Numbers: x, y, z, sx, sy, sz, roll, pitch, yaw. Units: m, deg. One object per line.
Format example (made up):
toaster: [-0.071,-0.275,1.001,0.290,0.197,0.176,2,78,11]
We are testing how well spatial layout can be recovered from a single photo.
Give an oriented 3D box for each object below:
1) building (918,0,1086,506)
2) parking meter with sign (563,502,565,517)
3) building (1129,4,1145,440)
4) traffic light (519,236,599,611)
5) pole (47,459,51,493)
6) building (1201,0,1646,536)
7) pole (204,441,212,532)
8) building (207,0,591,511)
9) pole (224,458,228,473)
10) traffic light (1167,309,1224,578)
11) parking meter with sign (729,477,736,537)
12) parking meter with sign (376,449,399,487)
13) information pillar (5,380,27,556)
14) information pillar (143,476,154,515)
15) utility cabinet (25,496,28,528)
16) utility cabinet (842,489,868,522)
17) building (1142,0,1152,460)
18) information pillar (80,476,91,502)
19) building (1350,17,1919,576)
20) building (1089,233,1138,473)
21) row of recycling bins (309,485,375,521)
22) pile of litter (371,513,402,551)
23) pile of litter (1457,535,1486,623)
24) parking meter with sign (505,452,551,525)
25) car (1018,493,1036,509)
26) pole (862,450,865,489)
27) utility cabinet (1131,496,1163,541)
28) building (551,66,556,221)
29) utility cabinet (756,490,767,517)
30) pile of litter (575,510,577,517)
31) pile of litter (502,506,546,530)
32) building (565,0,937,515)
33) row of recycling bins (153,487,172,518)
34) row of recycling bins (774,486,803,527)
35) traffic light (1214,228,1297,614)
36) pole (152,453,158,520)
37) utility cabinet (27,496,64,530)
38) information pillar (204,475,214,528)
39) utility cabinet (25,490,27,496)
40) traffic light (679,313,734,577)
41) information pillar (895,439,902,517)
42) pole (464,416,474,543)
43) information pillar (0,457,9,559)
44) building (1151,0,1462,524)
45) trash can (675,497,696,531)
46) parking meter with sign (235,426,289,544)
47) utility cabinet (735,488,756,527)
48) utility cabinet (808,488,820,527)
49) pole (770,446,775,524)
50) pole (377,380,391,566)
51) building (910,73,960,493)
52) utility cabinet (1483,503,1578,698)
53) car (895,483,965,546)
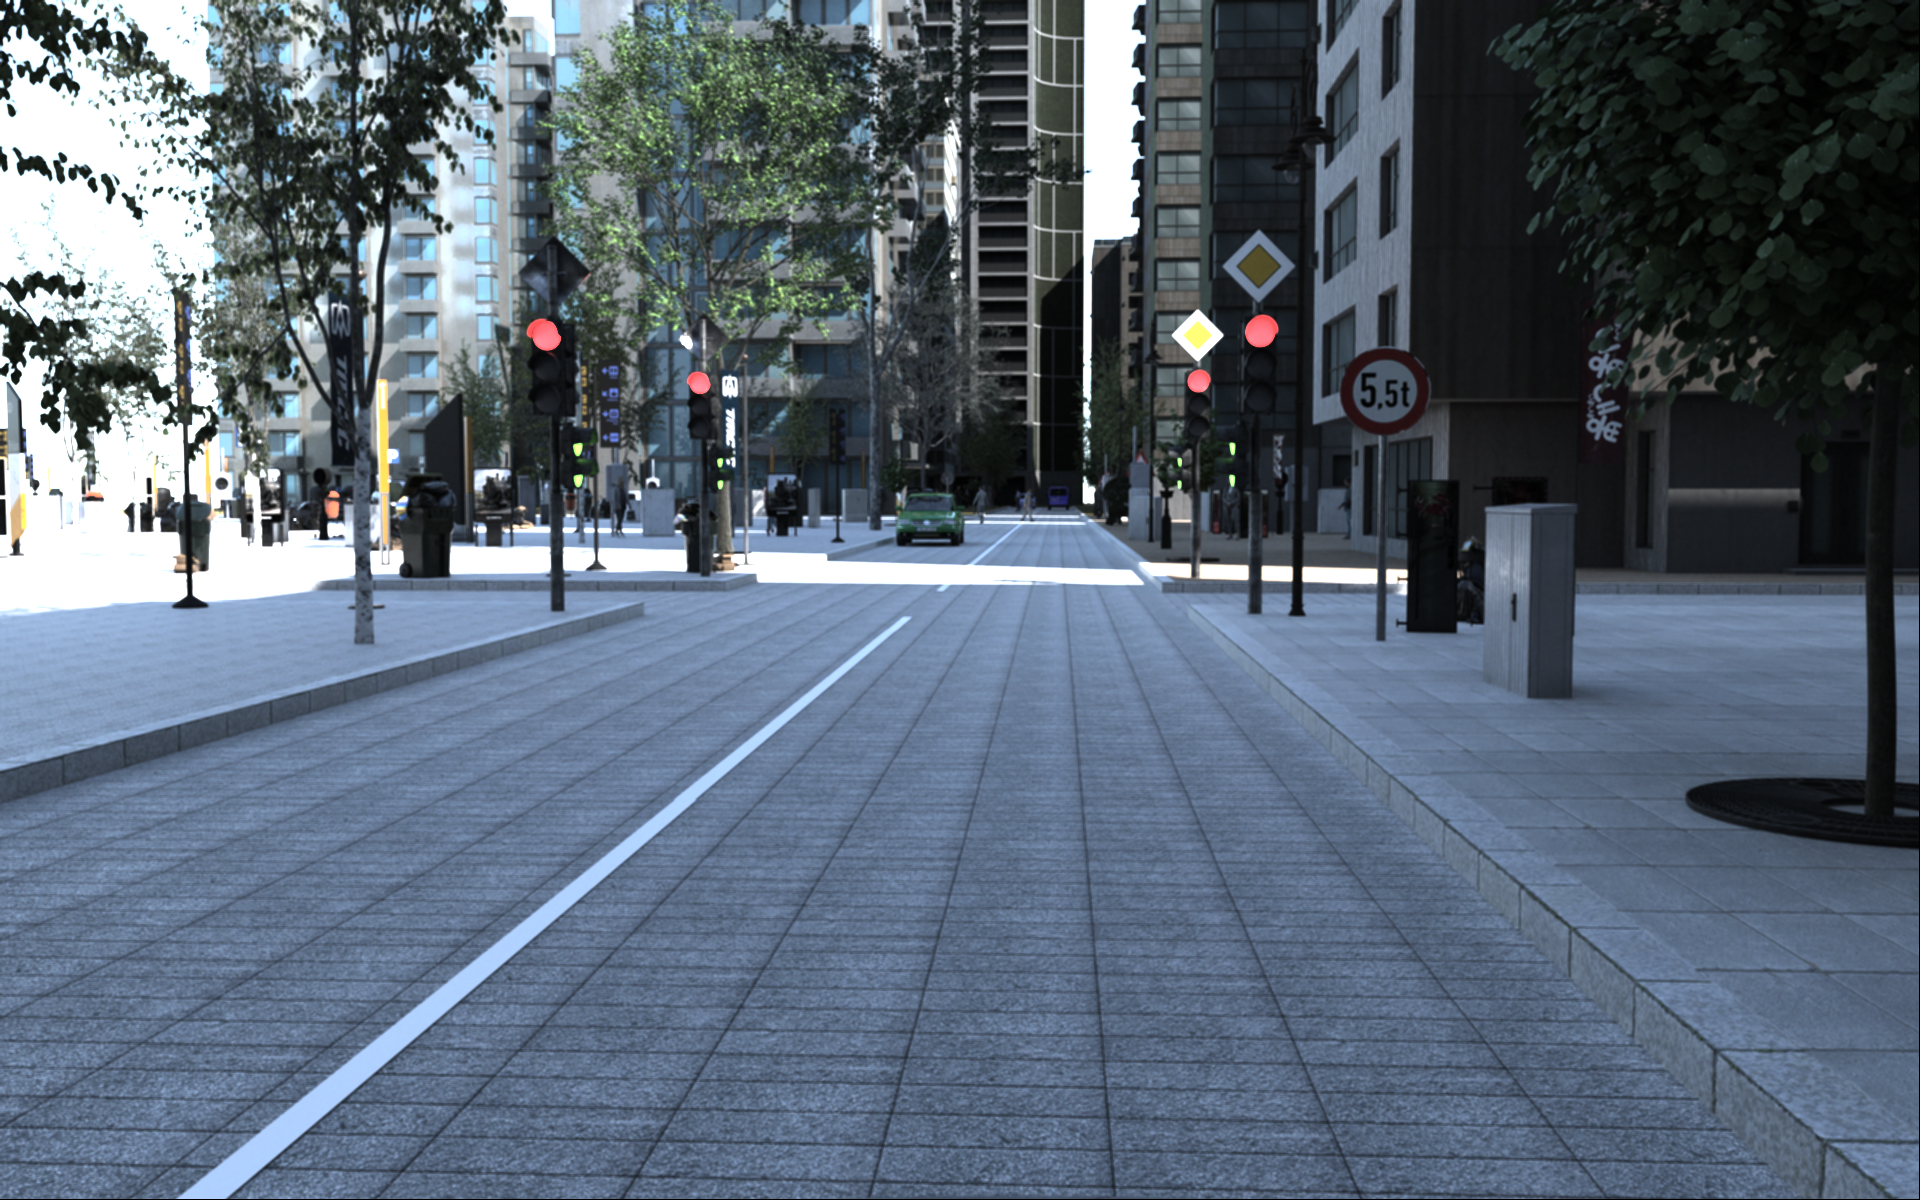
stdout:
building: [3.932,-46.413,197.110,20.611,71.187,20.563,0,4,3]
parking meter with sign: [-22.701,-6.114,96.227,0.543,3.016,1.738,2,4,32]
building: [24.569,-29.373,134.880,22.147,44.769,28.867,0,4,3]
traffic light: [-4.402,-1.834,18.902,0.839,4.253,0.868,0,4,3]
pole: [-52.877,-6.527,100.564,0.158,3.312,0.155,0,3,0]
building: [15.815,-17.875,63.966,14.160,30.474,14.107,0,4,3]
pole: [-25.329,-3.944,58.330,0.158,3.312,0.155,0,3,0]
building: [-54.150,-33.408,165.835,30.456,49.044,23.786,0,4,3]
pole: [-41.440,-6.364,97.887,0.158,3.312,0.155,0,3,0]
traffic light: [3.596,-2.296,26.467,0.839,4.253,0.868,0,4,3]
parking meter with sign: [-6.943,-3.375,51.442,0.543,3.016,1.738,0,4,-3]
parking meter with sign: [-22.571,-4.388,68.006,0.543,3.016,1.738,-3,4,-37]
information pillar: [-19.449,-2.711,35.678,0.504,3.616,0.183,2,4,33]
information pillar: [-33.335,-4.078,71.174,0.304,2.012,0.304,-3,4,-37]
utility cabinet: [-34.627,-3.301,65.133,0.306,1.237,1.020,2,4,29]
utility cabinet: [-4.713,-4.233,77.886,1.173,1.500,0.318,-2,4,-33]
building: [19.353,-28.350,113.628,14.600,45.320,14.200,0,4,3]
information pillar: [-35.522,-4.031,70.402,0.304,2.012,0.304,0,4,6]
building: [14.655,-15.934,32.225,14.107,30.474,14.160,0,4,3]
building: [21.629,-25.833,194.077,14.107,30.474,14.160,0,4,3]
row of recycling bins: [-29.326,-4.593,82.209,1.069,1.692,3.534,2,4,32]
pile of litter: [-13.037,-1.560,39.469,1.719,0.858,1.176,3,5,44]
pile of litter: [5.576,-0.232,17.751,1.176,0.858,1.719,3,5,41]
parking meter with sign: [-18.030,-4.642,72.152,1.738,3.016,0.543,-1,4,-19]
car: [6.533,-9.839,170.458,1.945,1.707,3.694,0,4,5]
pole: [-4.485,-5.300,80.501,0.158,3.312,0.155,0,3,0]
utility cabinet: [5.148,-2.241,47.803,0.306,1.237,1.020,-2,4,-35]
building: [-30.787,-29.670,168.700,14.086,41.232,14.154,0,4,3]
utility cabinet: [-10.930,-5.347,96.107,1.173,1.500,0.318,-1,4,-10]
pile of litter: [-20.692,-5.024,96.110,1.176,0.858,1.719,2,4,32]
pile of litter: [-15.879,-2.966,62.462,1.719,0.858,1.176,1,4,11]
building: [-13.996,-30.438,117.269,23.786,49.044,30.456,0,4,3]
row of recycling bins: [-44.328,-5.450,96.220,1.069,1.692,3.534,-2,4,-25]
row of recycling bins: [-6.899,-3.782,68.942,1.069,1.692,3.534,-1,4,-11]
traffic light: [3.148,-1.809,18.495,0.839,4.253,0.868,0,4,3]
pole: [-40.433,-5.698,87.005,0.158,3.312,0.155,0,3,0]
utility cabinet: [-32.282,-3.064,61.261,1.020,1.237,0.306,-1,4,-8]
information pillar: [-28.321,-3.718,65.277,0.304,2.012,0.304,-2,4,-25]
utility cabinet: [-48.648,-4.950,89.611,0.318,1.500,1.173,-1,4,-9]
traffic light: [-3.954,-2.321,26.874,0.839,4.253,0.868,0,4,3]
information pillar: [-2.607,-5.054,73.993,0.183,3.616,0.504,-2,4,-29]
pole: [-12.908,-3.161,45.527,0.158,3.312,0.155,0,3,0]
information pillar: [-19.111,-1.824,34.322,0.304,2.012,0.304,1,4,15]
building: [16.751,-19.419,89.194,14.160,30.474,14.107,0,4,3]
trash can: [-9.717,-2.986,60.474,0.748,1.137,0.748,0,3,0]
parking meter with sign: [-18.074,-2.981,44.995,0.543,3.016,1.738,0,4,7]
utility cabinet: [-8.520,-3.588,67.347,0.318,1.500,1.173,2,4,29]
utility cabinet: [-5.574,-3.510,66.074,0.318,1.500,1.173,0,4,4]
pole: [-8.009,-4.898,73.919,0.158,3.312,0.155,0,3,0]
pole: [-10.322,-2.273,31.011,0.158,3.312,0.155,0,3,0]
building: [-12.271,-28.563,158.885,23.993,40.220,32.217,0,4,3]
utility cabinet: [3.708,-0.011,11.343,0.306,1.237,1.020,0,4,1]
car: [-0.823,-2.477,49.302,1.959,1.807,4.718,0,4,2]
